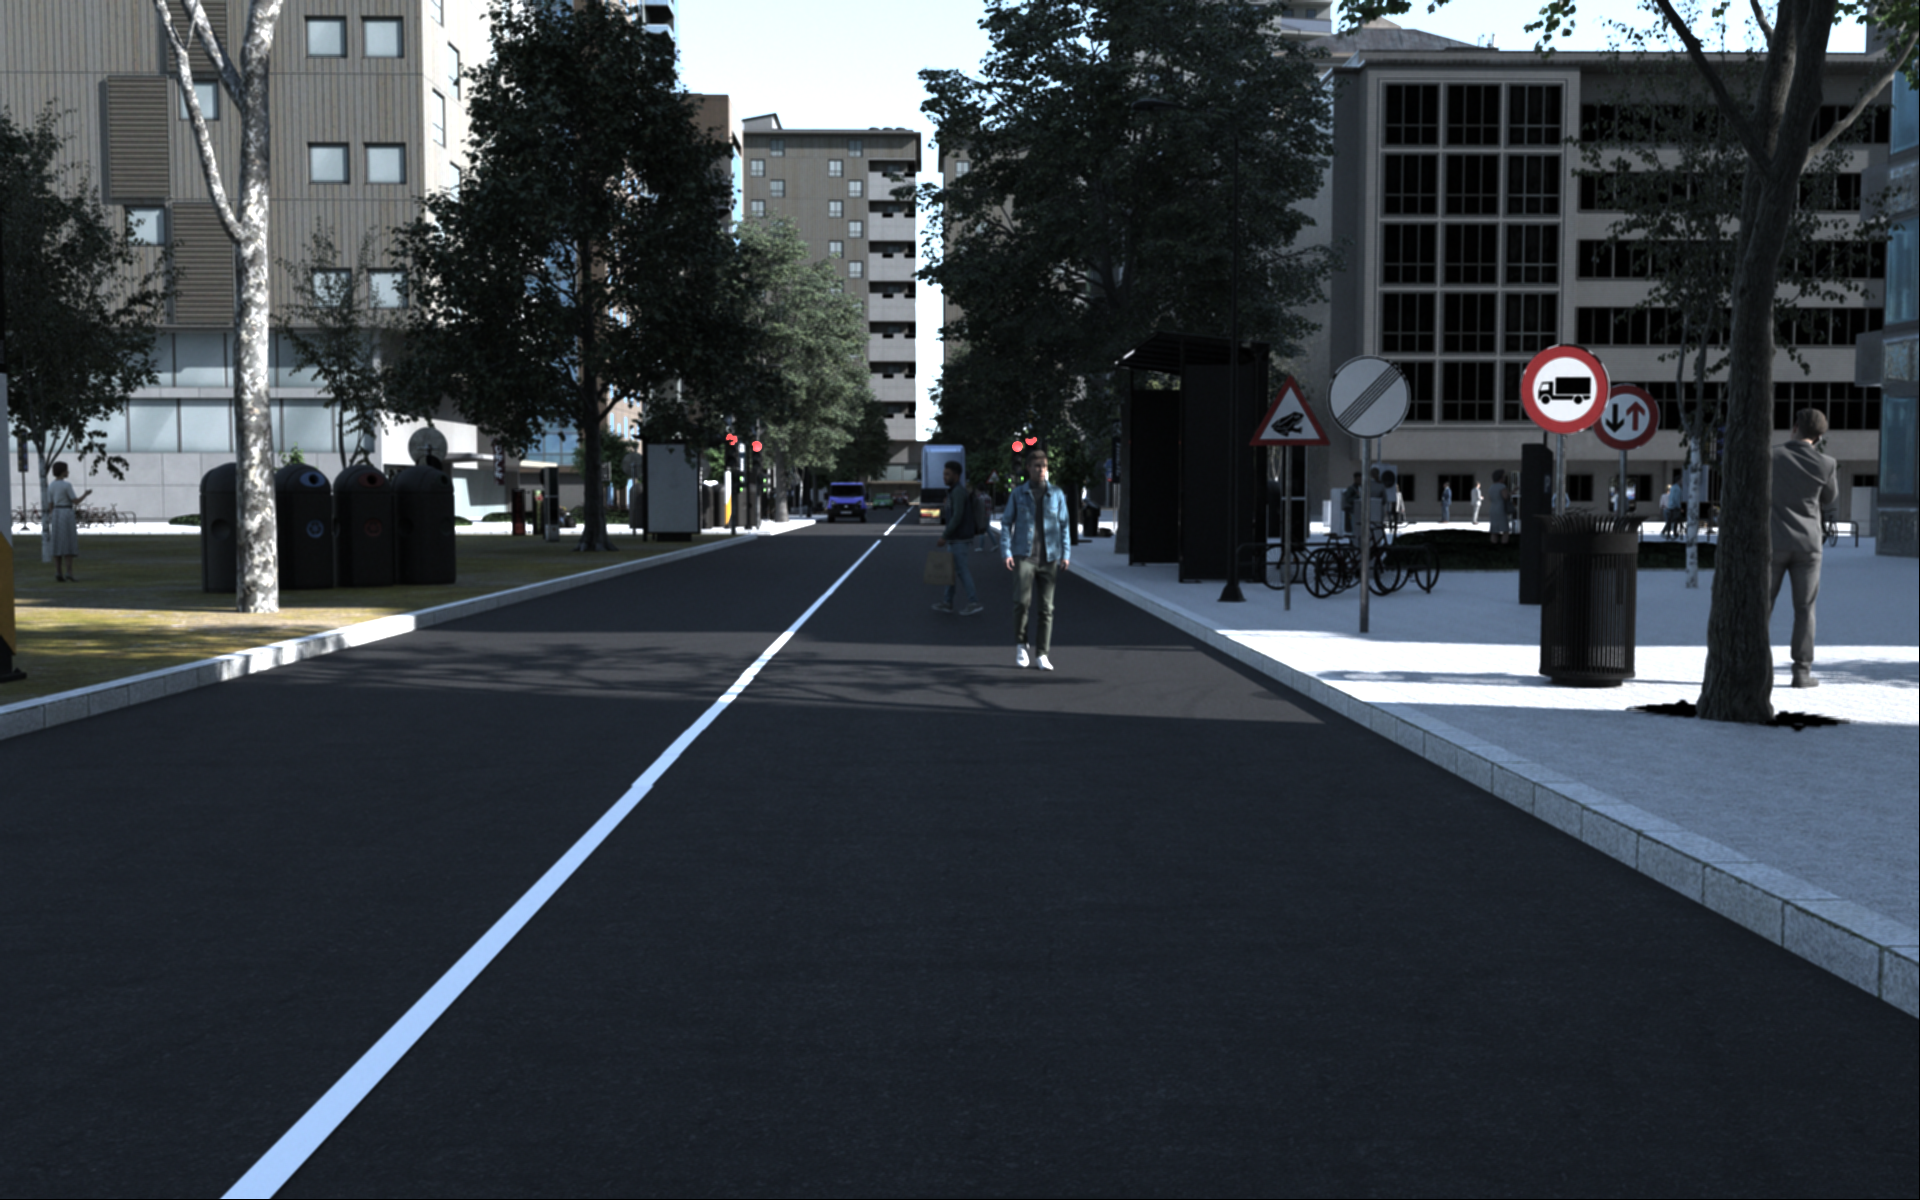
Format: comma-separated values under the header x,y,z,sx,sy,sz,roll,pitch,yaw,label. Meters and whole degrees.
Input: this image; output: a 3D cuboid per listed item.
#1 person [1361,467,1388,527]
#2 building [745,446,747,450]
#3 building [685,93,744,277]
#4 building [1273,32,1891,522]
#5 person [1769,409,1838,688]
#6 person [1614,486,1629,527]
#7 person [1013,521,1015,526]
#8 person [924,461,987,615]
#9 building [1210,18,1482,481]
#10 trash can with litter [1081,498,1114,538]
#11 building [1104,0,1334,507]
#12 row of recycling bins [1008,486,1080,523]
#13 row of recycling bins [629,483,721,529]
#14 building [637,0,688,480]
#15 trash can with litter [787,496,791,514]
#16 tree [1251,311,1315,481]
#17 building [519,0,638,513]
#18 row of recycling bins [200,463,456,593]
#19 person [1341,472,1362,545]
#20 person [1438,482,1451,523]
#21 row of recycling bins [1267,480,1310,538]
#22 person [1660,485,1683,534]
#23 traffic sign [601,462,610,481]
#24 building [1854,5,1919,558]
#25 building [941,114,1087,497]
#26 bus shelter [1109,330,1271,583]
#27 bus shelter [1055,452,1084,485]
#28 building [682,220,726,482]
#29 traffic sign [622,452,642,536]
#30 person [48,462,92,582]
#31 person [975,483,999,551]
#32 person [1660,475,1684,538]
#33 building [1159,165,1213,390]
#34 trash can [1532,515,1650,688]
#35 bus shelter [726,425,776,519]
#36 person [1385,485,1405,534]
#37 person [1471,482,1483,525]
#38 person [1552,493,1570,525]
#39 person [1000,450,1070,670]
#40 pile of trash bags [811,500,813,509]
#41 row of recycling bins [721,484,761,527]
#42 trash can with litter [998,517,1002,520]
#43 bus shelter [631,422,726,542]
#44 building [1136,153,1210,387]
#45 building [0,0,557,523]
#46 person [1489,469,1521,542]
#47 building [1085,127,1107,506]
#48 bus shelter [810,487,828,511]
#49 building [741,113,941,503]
x,y,z,sx,sy,sz,roll,pitch,yaw,label
7.946,-1.651,33.307,0.520,1.790,0.573,1,4,11,person
-42.794,-34.108,249.554,23.993,40.220,32.217,0,4,-1,building
-31.593,-33.062,190.668,14.200,45.320,14.600,0,4,-1,building
31.389,-16.151,83.139,30.058,24.678,14.314,0,4,-1,building
5.503,-0.351,11.592,0.655,1.846,0.447,1,4,18,person
19.052,-2.536,50.105,0.523,1.515,0.503,0,4,-8,person
2.293,-3.817,69.198,0.760,1.731,0.466,3,5,40,person
-0.065,-0.739,20.560,0.713,1.824,0.794,1,4,20,person
22.650,-19.363,102.485,13.634,28.700,20.117,0,4,-1,building
4.110,-2.455,51.528,1.055,1.170,0.624,3,4,38,trash can with litter
25.088,-38.447,170.609,21.231,58.520,28.212,0,4,-1,building
3.793,-4.231,76.293,3.534,1.692,1.069,1,4,16,row of recycling bins
-10.714,-3.476,63.952,3.534,1.692,1.069,2,4,24,row of recycling bins
-35.223,-51.232,150.317,22.319,86.520,31.000,0,4,-1,building
-12.460,-6.637,119.895,1.055,1.170,0.624,-2,4,-33,trash can with litter
12.115,-7.317,69.995,4.360,8.622,3.978,0,3,0,tree
-30.435,-28.790,120.828,14.600,45.320,14.200,0,4,-1,building
-8.628,-1.019,23.771,1.069,1.692,3.534,3,5,42,row of recycling bins
8.920,-1.990,38.927,0.721,1.781,0.623,3,4,38,person
21.231,-4.250,75.708,0.419,1.800,0.721,-1,4,-9,person
9.053,-2.734,51.815,1.069,1.692,3.534,-2,4,-35,row of recycling bins
23.846,-2.990,58.065,0.731,1.740,0.598,2,4,24,person
-11.298,-3.202,54.480,0.606,2.300,0.079,0,4,6,traffic sign
28.937,-24.624,22.205,23.786,49.044,30.456,0,4,-1,building
10.616,-40.349,248.947,27.495,52.752,28.713,0,4,-1,building
3.606,-2.247,28.017,1.731,3.624,6.357,0,4,-1,bus shelter
5.862,-6.624,99.585,1.731,3.624,6.357,0,4,-1,bus shelter
-31.461,-24.643,174.621,14.160,30.474,14.107,0,4,-1,building
-9.922,-3.216,52.685,0.768,2.556,0.104,0,4,6,traffic sign
-13.046,-1.146,25.355,0.480,1.755,0.524,1,4,14,person
0.613,-2.086,43.447,0.643,1.720,0.563,3,4,37,person
20.662,-2.701,50.232,0.620,1.820,0.660,0,4,-2,person
21.623,-20.050,125.080,12.463,27.353,25.104,0,4,-1,building
4.234,-0.001,11.671,0.748,1.137,0.748,0,3,0,trash can
-10.806,-6.900,90.453,2.179,5.291,8.768,0,4,-1,bus shelter
14.644,-3.025,58.134,0.709,1.800,0.728,1,4,13,person
21.522,-4.018,71.944,0.583,1.804,0.606,-1,4,-18,person
18.908,-2.857,54.569,0.589,1.601,0.330,3,5,40,person
0.617,-0.326,14.178,0.601,1.785,0.444,0,4,-5,person
-10.643,-6.552,116.873,1.912,1.369,3.447,0,4,1,pile of trash bags
-9.027,-3.681,67.294,1.069,1.692,3.534,3,4,36,row of recycling bins
2.695,-4.516,84.892,2.233,1.210,1.678,1,4,9,trash can with litter
-7.811,-3.368,48.998,2.014,3.302,5.546,0,4,-1,bus shelter
22.107,-23.155,150.280,14.160,30.474,14.107,0,4,-1,building
-36.951,-30.467,87.367,28.713,52.752,27.495,0,4,-1,building
10.909,-1.726,34.619,0.532,1.782,0.716,-1,4,-17,person
20.816,-31.105,192.164,14.154,41.232,14.086,0,4,-1,building
-10.570,-8.347,130.396,2.014,3.302,5.546,0,4,-1,bus shelter
-17.019,-40.285,247.894,27.495,52.752,28.713,0,4,-1,building
